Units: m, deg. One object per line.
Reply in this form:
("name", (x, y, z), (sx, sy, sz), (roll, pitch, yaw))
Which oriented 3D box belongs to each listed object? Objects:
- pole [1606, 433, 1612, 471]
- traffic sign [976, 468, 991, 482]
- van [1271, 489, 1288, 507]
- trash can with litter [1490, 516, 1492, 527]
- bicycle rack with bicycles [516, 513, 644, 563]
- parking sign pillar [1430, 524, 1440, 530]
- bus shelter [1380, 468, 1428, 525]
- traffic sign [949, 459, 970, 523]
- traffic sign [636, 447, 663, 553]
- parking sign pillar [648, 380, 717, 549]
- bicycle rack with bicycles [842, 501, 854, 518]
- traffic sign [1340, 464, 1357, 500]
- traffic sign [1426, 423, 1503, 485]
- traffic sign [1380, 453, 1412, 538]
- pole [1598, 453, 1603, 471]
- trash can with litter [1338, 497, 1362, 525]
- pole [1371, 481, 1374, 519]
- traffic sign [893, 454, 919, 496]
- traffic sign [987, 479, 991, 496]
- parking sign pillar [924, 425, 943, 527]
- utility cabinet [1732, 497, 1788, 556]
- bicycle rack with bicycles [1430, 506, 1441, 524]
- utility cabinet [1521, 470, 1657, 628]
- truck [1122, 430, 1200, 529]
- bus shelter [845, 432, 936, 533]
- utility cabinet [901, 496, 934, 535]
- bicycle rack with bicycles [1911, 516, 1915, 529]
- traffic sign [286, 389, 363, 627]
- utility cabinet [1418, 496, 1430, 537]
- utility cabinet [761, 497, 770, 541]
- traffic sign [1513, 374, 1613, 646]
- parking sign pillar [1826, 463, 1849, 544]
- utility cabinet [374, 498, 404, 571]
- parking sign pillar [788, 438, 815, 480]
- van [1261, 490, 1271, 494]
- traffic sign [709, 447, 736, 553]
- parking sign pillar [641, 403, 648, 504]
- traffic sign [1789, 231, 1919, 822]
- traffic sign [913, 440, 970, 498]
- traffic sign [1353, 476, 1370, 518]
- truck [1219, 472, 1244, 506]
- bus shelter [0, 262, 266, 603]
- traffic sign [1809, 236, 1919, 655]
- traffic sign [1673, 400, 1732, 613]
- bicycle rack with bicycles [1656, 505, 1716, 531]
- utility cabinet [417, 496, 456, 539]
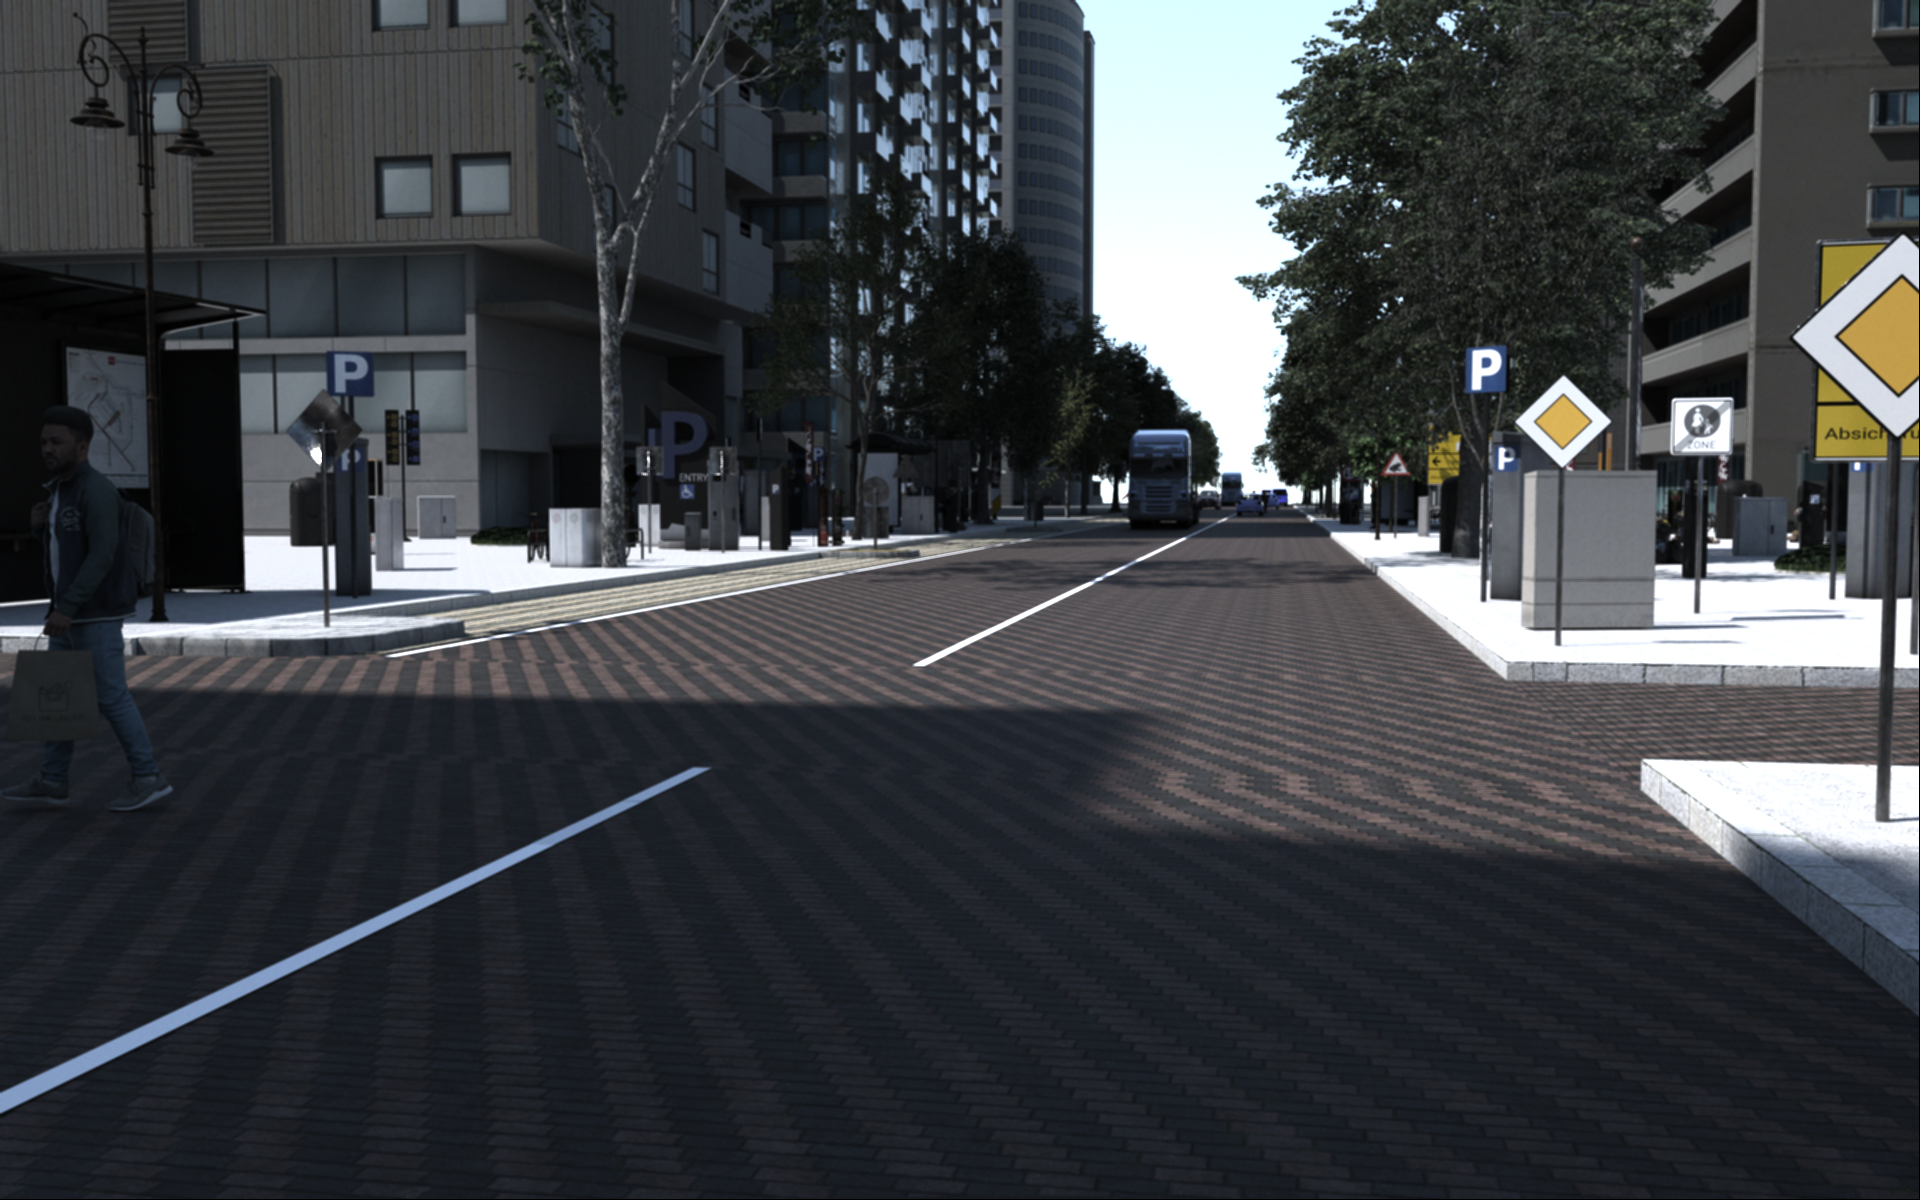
("pole", (21.711, -3.923, 57.991), (0.158, 3.312, 0.155), (0, 3, 0))
("traffic sign", (1.091, -4.911, 80.407), (0.768, 2.556, 0.104), (1, 4, 16))
("van", (36.183, -11.754, 196.555), (2.240, 2.365, 5.245), (1, 4, 8))
("trash can with litter", (7.758, -0.809, 24.615), (0.624, 1.170, 1.055), (0, 4, 7))
("bicycle rack with bicycles", (-7.277, -1.200, 32.999), (2.852, 0.926, 2.925), (0, 4, 2))
("parking sign pillar", (17.693, -4.531, 62.552), (1.447, 3.967, 1.447), (1, 4, 10))
("bus shelter", (17.692, -4.599, 69.113), (2.014, 3.302, 5.546), (1, 4, 10))
("traffic sign", (-0.028, -3.795, 62.149), (0.768, 2.556, 0.104), (1, 4, 11))
("traffic sign", (-6.699, -2.156, 37.376), (0.606, 2.300, 0.079), (1, 4, 12))
("parking sign pillar", (-6.415, -3.206, 40.897), (1.447, 3.967, 1.447), (0, 4, 3))
("bicycle rack with bicycles", (-5.168, -4.752, 91.070), (2.925, 0.926, 2.852), (-3, 5, -42))
("traffic sign", (16.692, -4.541, 74.344), (0.768, 2.556, 0.104), (1, 4, 13))
("traffic sign", (14.608, -3.426, 49.890), (2.265, 3.308, 0.079), (1, 4, 13))
("traffic sign", (12.625, -3.068, 50.166), (0.884, 2.594, 0.081), (1, 4, 20))
("pole", (31.430, -5.579, 85.062), (0.158, 3.312, 0.155), (0, 3, 0))
("trash can with litter", (16.493, -3.774, 73.093), (0.624, 1.170, 1.055), (-3, 4, -39))
("pole", (21.004, -5.765, 88.101), (0.158, 3.312, 0.155), (0, 3, 0))
("traffic sign", (-1.747, -3.415, 55.838), (0.884, 2.594, 0.081), (1, 4, 13))
("traffic sign", (1.377, -5.368, 87.865), (0.768, 2.556, 0.104), (1, 4, 13))
("parking sign pillar", (-1.032, -4.809, 67.100), (1.447, 3.967, 1.447), (1, 4, 16))
("utility cabinet", (16.559, -1.509, 35.842), (1.020, 1.237, 0.306), (0, 4, -1))
("bicycle rack with bicycles", (21.393, -3.740, 74.530), (2.925, 0.926, 2.852), (1, 4, 23))
("utility cabinet", (5.959, -0.474, 16.432), (1.173, 1.500, 0.318), (0, 4, -5))
("truck", (9.380, -5.411, 78.233), (2.967, 4.110, 18.799), (1, 4, 9))
("bus shelter", (-2.259, -3.976, 58.938), (2.014, 3.302, 5.546), (1, 4, 11))
("utility cabinet", (-1.334, -2.652, 54.518), (1.020, 1.237, 0.306), (1, 4, 22))
("bicycle rack with bicycles", (29.040, -2.379, 52.271), (2.852, 0.926, 2.925), (-2, 4, -24))
("traffic sign", (-6.101, -0.795, 16.640), (0.795, 2.450, 0.064), (1, 4, 10))
("utility cabinet", (14.050, -2.526, 52.462), (0.306, 1.237, 1.020), (1, 4, 19))
("utility cabinet", (-5.238, -2.217, 47.406), (0.306, 1.237, 1.020), (0, 4, 2))
("traffic sign", (5.054, -0.669, 14.580), (0.795, 2.450, 0.064), (1, 4, 10))
("parking sign pillar", (19.823, -3.032, 38.041), (1.447, 3.967, 1.447), (-3, 5, -43))
("utility cabinet", (-9.643, -1.106, 29.247), (0.306, 1.237, 1.020), (0, 4, -8))
("parking sign pillar", (-7.513, -5.730, 82.159), (1.447, 3.967, 1.447), (0, 4, -5))
("van", (42.025, -14.182, 236.267), (2.240, 2.365, 5.245), (1, 4, 12))
("traffic sign", (-5.143, -2.167, 37.567), (0.606, 2.300, 0.079), (1, 4, 11))
("parking sign pillar", (-8.989, -3.877, 51.866), (1.447, 3.967, 1.447), (2, 4, 26))
("traffic sign", (3.613, -0.189, 6.725), (0.795, 2.450, 0.064), (1, 4, 10))
("traffic sign", (-0.719, -4.373, 65.376), (2.265, 3.308, 0.079), (1, 4, 18))
("traffic sign", (17.282, -4.588, 75.016), (0.884, 2.594, 0.081), (1, 4, 17))
("truck", (33.690, -13.648, 212.902), (2.967, 4.110, 18.799), (1, 4, 11))
("bus shelter", (-10.278, -1.720, 19.405), (1.731, 3.624, 6.357), (1, 4, 11))
("traffic sign", (7.939, -1.210, 13.651), (2.265, 3.308, 0.079), (1, 4, 18))
("traffic sign", (7.921, -1.004, 18.547), (0.606, 2.300, 0.079), (1, 4, 17))
("bicycle rack with bicycles", (24.410, -2.788, 58.959), (2.852, 0.926, 2.925), (-2, 4, -28))
("utility cabinet", (-15.014, -2.358, 49.714), (1.020, 1.237, 0.306), (-2, 4, -24))
